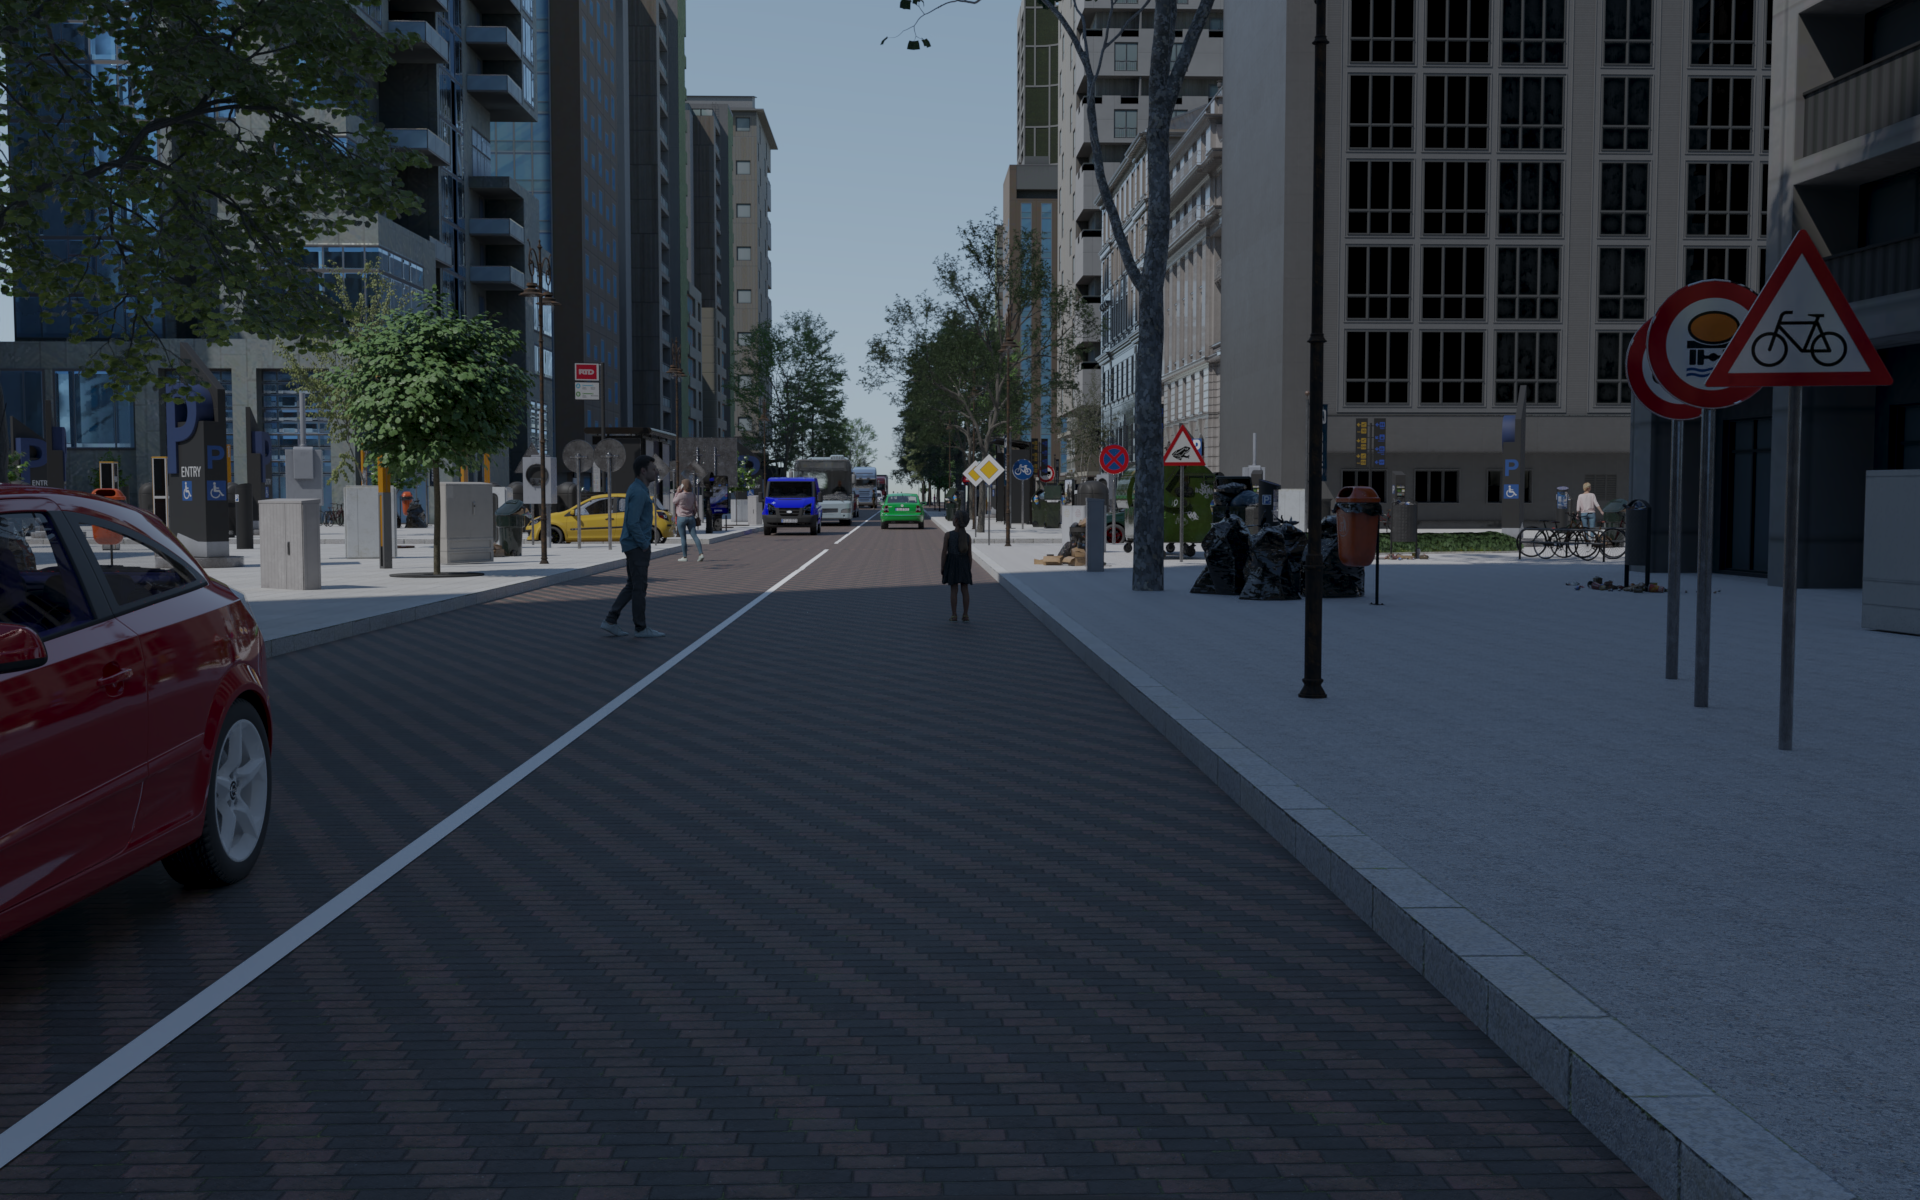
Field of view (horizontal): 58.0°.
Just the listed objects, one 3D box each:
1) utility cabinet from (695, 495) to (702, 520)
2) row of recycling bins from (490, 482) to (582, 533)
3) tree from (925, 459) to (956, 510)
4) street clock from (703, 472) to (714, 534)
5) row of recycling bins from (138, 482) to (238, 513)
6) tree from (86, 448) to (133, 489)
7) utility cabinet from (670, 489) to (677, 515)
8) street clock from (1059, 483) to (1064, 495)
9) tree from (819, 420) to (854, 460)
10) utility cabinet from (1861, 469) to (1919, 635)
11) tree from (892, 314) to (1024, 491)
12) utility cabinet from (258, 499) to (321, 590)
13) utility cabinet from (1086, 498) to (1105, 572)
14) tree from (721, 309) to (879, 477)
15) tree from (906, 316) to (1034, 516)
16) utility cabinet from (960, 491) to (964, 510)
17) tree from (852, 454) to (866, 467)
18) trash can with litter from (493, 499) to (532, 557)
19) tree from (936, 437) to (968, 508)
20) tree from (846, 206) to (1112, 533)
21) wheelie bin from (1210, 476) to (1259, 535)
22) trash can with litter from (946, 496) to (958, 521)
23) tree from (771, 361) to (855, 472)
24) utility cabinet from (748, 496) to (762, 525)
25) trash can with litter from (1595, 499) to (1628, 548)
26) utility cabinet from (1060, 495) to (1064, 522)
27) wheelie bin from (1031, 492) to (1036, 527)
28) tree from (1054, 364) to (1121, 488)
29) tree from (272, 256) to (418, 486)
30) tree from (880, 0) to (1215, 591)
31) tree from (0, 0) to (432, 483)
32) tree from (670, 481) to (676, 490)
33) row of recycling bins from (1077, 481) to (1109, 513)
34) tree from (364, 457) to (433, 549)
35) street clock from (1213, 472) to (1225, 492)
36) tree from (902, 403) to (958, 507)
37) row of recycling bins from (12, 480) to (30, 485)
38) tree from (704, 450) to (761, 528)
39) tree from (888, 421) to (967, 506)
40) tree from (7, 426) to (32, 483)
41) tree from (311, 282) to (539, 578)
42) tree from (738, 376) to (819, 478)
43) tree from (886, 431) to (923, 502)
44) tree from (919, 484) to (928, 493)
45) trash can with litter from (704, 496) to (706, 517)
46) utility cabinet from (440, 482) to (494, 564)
[{"bbox_3d":[-12.907,-4.550,85.548,0.306,1.237,1.020,-1,4,-16],"label":"utility cabinet"},{"bbox_3d":[-14.403,-3.124,58.196,3.534,1.692,1.069,-2,4,-34],"label":"row of recycling bins"},{"bbox_3d":[-1.225,-9.734,142.871,4.285,4.588,4.351,0,3,0],"label":"tree"},{"bbox_3d":[-8.125,-3.148,56.046,0.358,2.002,0.471,1,4,11],"label":"street clock"},{"bbox_3d":[-26.965,-3.283,60.783,3.534,1.692,1.069,0,4,-7],"label":"row of recycling bins"},{"bbox_3d":[-34.537,-4.652,70.667,1.663,3.219,1.824,0,3,0],"label":"tree"},{"bbox_3d":[-17.377,-5.815,103.753,1.173,1.500,0.318,3,4,37],"label":"utility cabinet"},{"bbox_3d":[6.516,-6.575,112.063,0.358,2.002,0.471,-1,4,-21],"label":"street clock"},{"bbox_3d":[-11.657,-12.465,154.167,4.360,8.622,3.978,0,3,0],"label":"tree"},{"bbox_3d":[8.741,-0.433,15.762,0.318,1.500,1.173,0,4,-7],"label":"utility cabinet"},{"bbox_3d":[-0.195,-12.885,117.319,9.857,13.997,8.962,0,3,0],"label":"tree"},{"bbox_3d":[-9.071,-0.750,23.431,1.020,1.237,0.306,3,4,36],"label":"utility cabinet"},{"bbox_3d":[2.272,-1.096,29.075,0.306,1.237,1.020,0,4,3],"label":"utility cabinet"},{"bbox_3d":[-9.719,-10.459,96.758,9.928,11.665,9.643,0,3,0],"label":"tree"},{"bbox_3d":[0.459,-10.649,99.864,9.928,11.665,9.643,0,3,0],"label":"tree"},{"bbox_3d":[0.000,-6.256,110.957,0.318,1.500,1.173,1,4,15],"label":"utility cabinet"},{"bbox_3d":[-16.840,-20.415,284.141,4.737,8.622,4.395,0,3,0],"label":"tree"},{"bbox_3d":[-9.308,-1.472,35.449,0.624,1.170,1.055,1,4,22],"label":"trash can with litter"},{"bbox_3d":[-1.153,-12.615,156.623,4.360,8.622,3.978,0,3,0],"label":"tree"},{"bbox_3d":[0.660,-7.496,56.979,8.767,10.594,7.601,0,4,1],"label":"tree"},{"bbox_3d":[4.824,-1.378,30.435,0.980,1.594,0.693,2,4,25],"label":"wheelie bin"},{"bbox_3d":[-0.139,-4.265,81.122,1.055,1.170,0.624,1,4,22],"label":"trash can with litter"},{"bbox_3d":[-12.546,-13.902,145.423,7.486,12.596,7.792,0,3,0],"label":"tree"},{"bbox_3d":[-8.608,-3.764,72.698,0.306,1.237,1.020,-2,4,-27],"label":"utility cabinet"},{"bbox_3d":[15.629,-1.839,41.458,0.624,1.170,1.055,3,5,45],"label":"trash can with litter"},{"bbox_3d":[4.981,-4.207,79.954,1.020,1.237,0.306,-1,4,-22],"label":"utility cabinet"},{"bbox_3d":[3.096,-3.625,67.169,0.693,1.594,0.980,0,4,2],"label":"wheelie bin"},{"bbox_3d":[7.148,-9.103,99.193,4.360,8.622,3.978,0,3,0],"label":"tree"},{"bbox_3d":[-18.518,-6.274,52.945,4.737,8.622,4.395,0,3,0],"label":"tree"},{"bbox_3d":[3.564,-10.253,23.527,12.611,20.169,13.585,0,3,0],"label":"tree"},{"bbox_3d":[-8.099,-5.816,13.213,7.486,12.596,7.792,0,3,0],"label":"tree"},{"bbox_3d":[-18.927,-7.374,115.170,1.663,3.219,1.824,0,3,0],"label":"tree"},{"bbox_3d":[4.182,-2.906,54.620,1.069,1.692,3.534,0,4,4],"label":"row of recycling bins"},{"bbox_3d":[-13.483,-2.834,40.945,1.663,3.219,1.824,0,3,0],"label":"tree"},{"bbox_3d":[8.431,-3.193,56.768,0.471,2.002,0.358,-1,4,-23],"label":"street clock"},{"bbox_3d":[-2.513,-15.896,178.027,7.486,12.596,7.792,0,3,0],"label":"tree"},{"bbox_3d":[-29.289,-2.710,51.414,1.069,1.692,3.534,2,4,34],"label":"row of recycling bins"},{"bbox_3d":[-9.069,-4.590,69.646,1.663,3.219,1.824,0,3,0],"label":"tree"},{"bbox_3d":[-3.290,-16.937,193.924,9.611,12.733,9.660,0,3,0],"label":"tree"},{"bbox_3d":[-22.901,-2.841,41.056,1.663,3.219,1.824,0,3,0],"label":"tree"},{"bbox_3d":[-8.268,-2.646,26.979,4.285,4.588,4.351,0,3,0],"label":"tree"},{"bbox_3d":[-11.441,-9.545,106.417,4.360,8.622,3.978,0,3,0],"label":"tree"},{"bbox_3d":[-5.211,-20.055,238.272,12.009,13.543,11.850,0,3,0],"label":"tree"},{"bbox_3d":[-5.905,-17.659,283.318,1.663,3.219,1.824,0,3,0],"label":"tree"},{"bbox_3d":[-14.364,-5.135,95.348,1.055,1.170,0.624,2,4,32],"label":"trash can with litter"},{"bbox_3d":[-9.103,-1.417,31.840,0.318,1.500,1.173,2,4,29],"label":"utility cabinet"}]
